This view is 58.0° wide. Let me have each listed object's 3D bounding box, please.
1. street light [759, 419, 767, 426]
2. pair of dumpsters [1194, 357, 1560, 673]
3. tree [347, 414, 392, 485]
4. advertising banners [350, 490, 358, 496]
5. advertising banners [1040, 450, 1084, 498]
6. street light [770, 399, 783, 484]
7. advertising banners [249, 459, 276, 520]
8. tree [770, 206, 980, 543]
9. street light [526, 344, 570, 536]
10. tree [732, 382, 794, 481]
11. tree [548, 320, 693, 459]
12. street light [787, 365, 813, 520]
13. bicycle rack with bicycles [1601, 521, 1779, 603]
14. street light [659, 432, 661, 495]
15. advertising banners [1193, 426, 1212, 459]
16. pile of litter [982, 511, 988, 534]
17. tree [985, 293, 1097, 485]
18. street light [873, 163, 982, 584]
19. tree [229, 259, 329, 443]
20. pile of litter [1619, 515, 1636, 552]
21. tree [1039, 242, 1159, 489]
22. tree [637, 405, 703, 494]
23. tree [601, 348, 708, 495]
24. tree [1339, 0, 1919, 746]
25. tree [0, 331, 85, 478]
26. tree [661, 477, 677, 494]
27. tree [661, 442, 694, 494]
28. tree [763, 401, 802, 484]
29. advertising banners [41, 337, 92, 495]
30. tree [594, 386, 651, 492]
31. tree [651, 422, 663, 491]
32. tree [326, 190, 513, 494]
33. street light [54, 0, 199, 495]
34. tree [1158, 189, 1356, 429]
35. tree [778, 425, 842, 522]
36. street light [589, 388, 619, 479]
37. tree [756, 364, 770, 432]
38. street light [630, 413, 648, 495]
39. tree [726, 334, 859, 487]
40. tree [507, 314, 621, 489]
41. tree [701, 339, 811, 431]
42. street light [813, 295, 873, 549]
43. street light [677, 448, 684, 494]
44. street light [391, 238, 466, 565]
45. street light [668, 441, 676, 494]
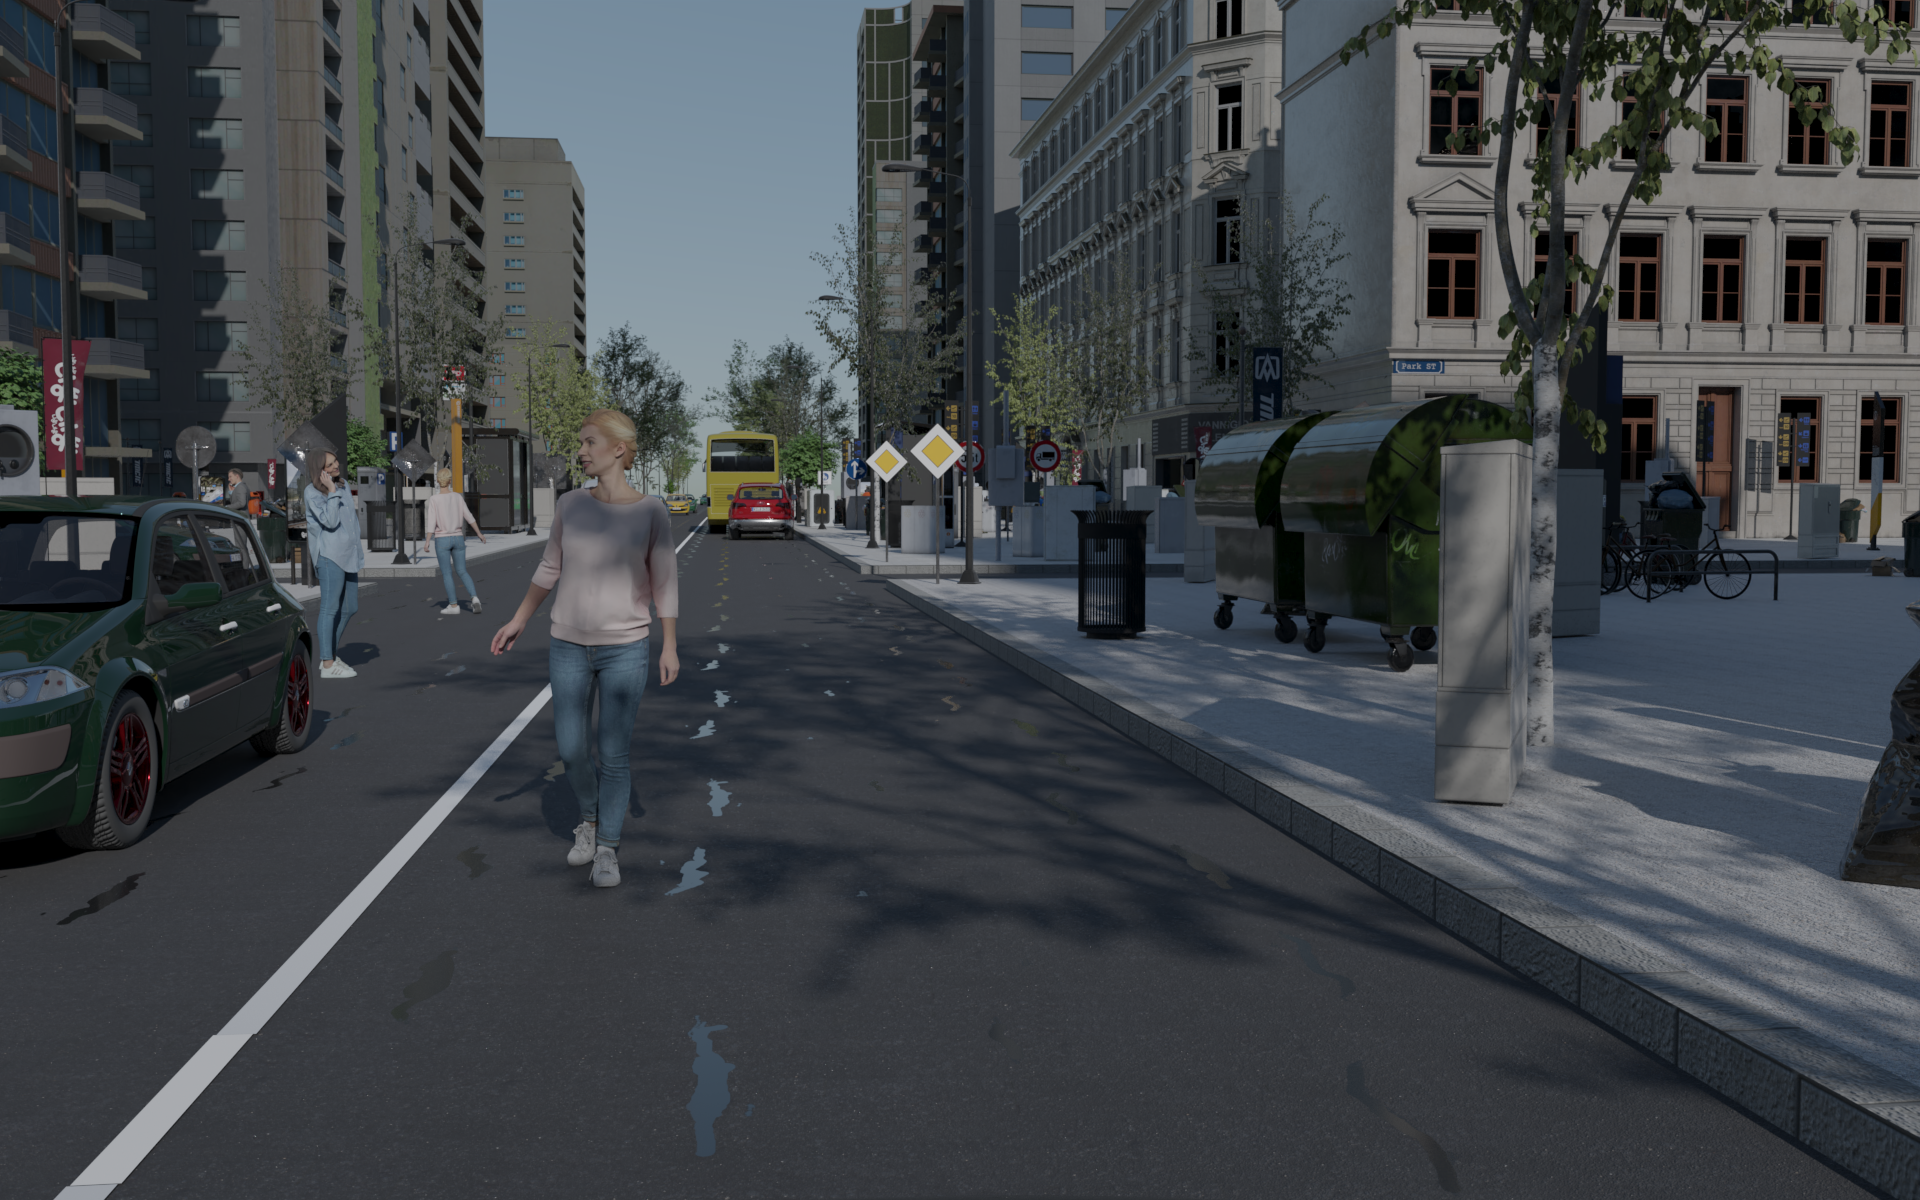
[{"bbox_3d":[-11.512,-8.221,106.952,1.470,5.913,1.316,0,4,-8],"label":"street light"},{"bbox_3d":[3.301,-0.730,14.432,1.574,2.255,4.437,0,4,-8],"label":"pair of dumpsters"},{"bbox_3d":[-23.328,-5.008,65.594,4.285,4.588,4.351,0,3,0],"label":"tree"},{"bbox_3d":[-22.170,-4.093,63.112,2.074,3.025,0.090,-2,4,-29],"label":"advertising banners"},{"bbox_3d":[3.930,-4.395,68.052,2.074,3.025,0.090,-1,4,-21],"label":"advertising banners"},{"bbox_3d":[-8.549,-6.862,84.736,1.470,5.913,1.316,0,4,-8],"label":"street light"},{"bbox_3d":[-34.746,-5.488,85.910,2.074,3.025,0.090,1,4,17],"label":"advertising banners"},{"bbox_3d":[-1.941,-5.786,44.958,4.360,8.622,3.978,0,3,0],"label":"tree"},{"bbox_3d":[-12.725,-4.954,53.533,1.470,5.913,1.316,0,4,-8],"label":"street light"},{"bbox_3d":[-19.512,-15.618,173.477,7.486,12.596,7.792,0,3,0],"label":"tree"},{"bbox_3d":[-18.676,-9.689,92.820,7.601,10.594,8.767,2,4,25],"label":"tree"},{"bbox_3d":[-5.544,-5.512,62.655,1.470,5.913,1.316,0,4,-8],"label":"street light"},{"bbox_3d":[8.591,-0.503,21.604,2.925,0.926,2.852,-1,4,-13],"label":"bicycle rack with bicycles"},{"bbox_3d":[-22.809,-9.583,129.224,1.470,5.913,1.316,0,4,-8],"label":"street light"},{"bbox_3d":[6.911,-2.937,44.213,2.074,3.025,0.090,2,4,30],"label":"advertising banners"},{"bbox_3d":[0.307,-2.613,56.684,1.176,0.858,1.719,0,4,-4],"label":"pile of litter"},{"bbox_3d":[2.803,-6.895,63.104,4.737,8.622,4.395,0,3,0],"label":"tree"},{"bbox_3d":[-0.404,-3.181,24.544,1.470,5.913,1.316,0,4,-8],"label":"street light"},{"bbox_3d":[-20.427,-6.345,54.101,4.360,8.622,3.978,0,3,0],"label":"tree"},{"bbox_3d":[14.410,-1.514,38.724,1.719,0.858,1.176,-2,4,-24],"label":"pile of litter"},{"bbox_3d":[4.266,-6.177,51.350,4.360,8.622,3.978,0,3,0],"label":"tree"},{"bbox_3d":[-33.081,-16.590,197.003,9.928,11.665,9.643,0,3,0],"label":"tree"},{"bbox_3d":[-26.147,-14.267,143.638,12.009,13.543,11.850,0,3,0],"label":"tree"},{"bbox_3d":[3.199,-3.564,8.632,4.737,8.622,4.395,0,3,0],"label":"tree"},{"bbox_3d":[-18.477,-3.019,33.079,4.285,4.588,4.351,0,3,0],"label":"tree"},{"bbox_3d":[-30.443,-11.493,182.504,1.663,3.219,1.824,0,3,0],"label":"tree"},{"bbox_3d":[-40.248,-17.996,244.600,4.737,8.622,4.395,0,3,0],"label":"tree"},{"bbox_3d":[-13.323,-11.171,133.010,4.737,8.622,4.395,0,3,0],"label":"tree"},{"bbox_3d":[-10.582,-1.394,18.984,2.074,3.025,0.090,-3,5,-43],"label":"advertising banners"},{"bbox_3d":[-21.976,-9.789,110.420,4.360,8.622,3.978,0,3,0],"label":"tree"},{"bbox_3d":[-22.646,-10.492,121.900,4.360,8.622,3.978,0,3,0],"label":"tree"},{"bbox_3d":[-12.749,-5.610,42.089,4.360,8.622,3.978,0,3,0],"label":"tree"},{"bbox_3d":[-7.659,-2.654,15.941,1.470,5.913,1.316,0,4,-8],"label":"street light"},{"bbox_3d":[7.468,-5.550,41.101,4.360,8.622,3.978,0,3,0],"label":"tree"},{"bbox_3d":[-6.974,-5.970,81.315,4.285,4.588,4.351,0,3,0],"label":"tree"},{"bbox_3d":[-15.686,-6.337,76.152,1.470,5.913,1.316,0,4,-8],"label":"street light"},{"bbox_3d":[-8.572,-8.544,90.057,4.360,8.622,3.978,0,3,0],"label":"tree"},{"bbox_3d":[-18.883,-7.771,99.598,1.470,5.913,1.316,0,4,-8],"label":"street light"},{"bbox_3d":[-9.160,-10.186,100.949,7.601,10.594,8.767,2,4,31],"label":"tree"},{"bbox_3d":[-16.584,-7.366,70.802,4.737,8.622,4.395,0,3,0],"label":"tree"},{"bbox_3d":[-24.827,-21.800,212.312,12.611,20.169,13.585,0,3,0],"label":"tree"},{"bbox_3d":[-2.604,-4.166,40.647,1.470,5.913,1.316,0,4,-8],"label":"street light"},{"bbox_3d":[-28.749,-12.311,173.820,1.470,5.913,1.316,0,4,-8],"label":"street light"},{"bbox_3d":[-9.671,-3.609,31.540,1.470,5.913,1.316,0,4,-8],"label":"street light"},{"bbox_3d":[-25.819,-10.965,151.811,1.470,5.913,1.316,0,4,-8],"label":"street light"}]
